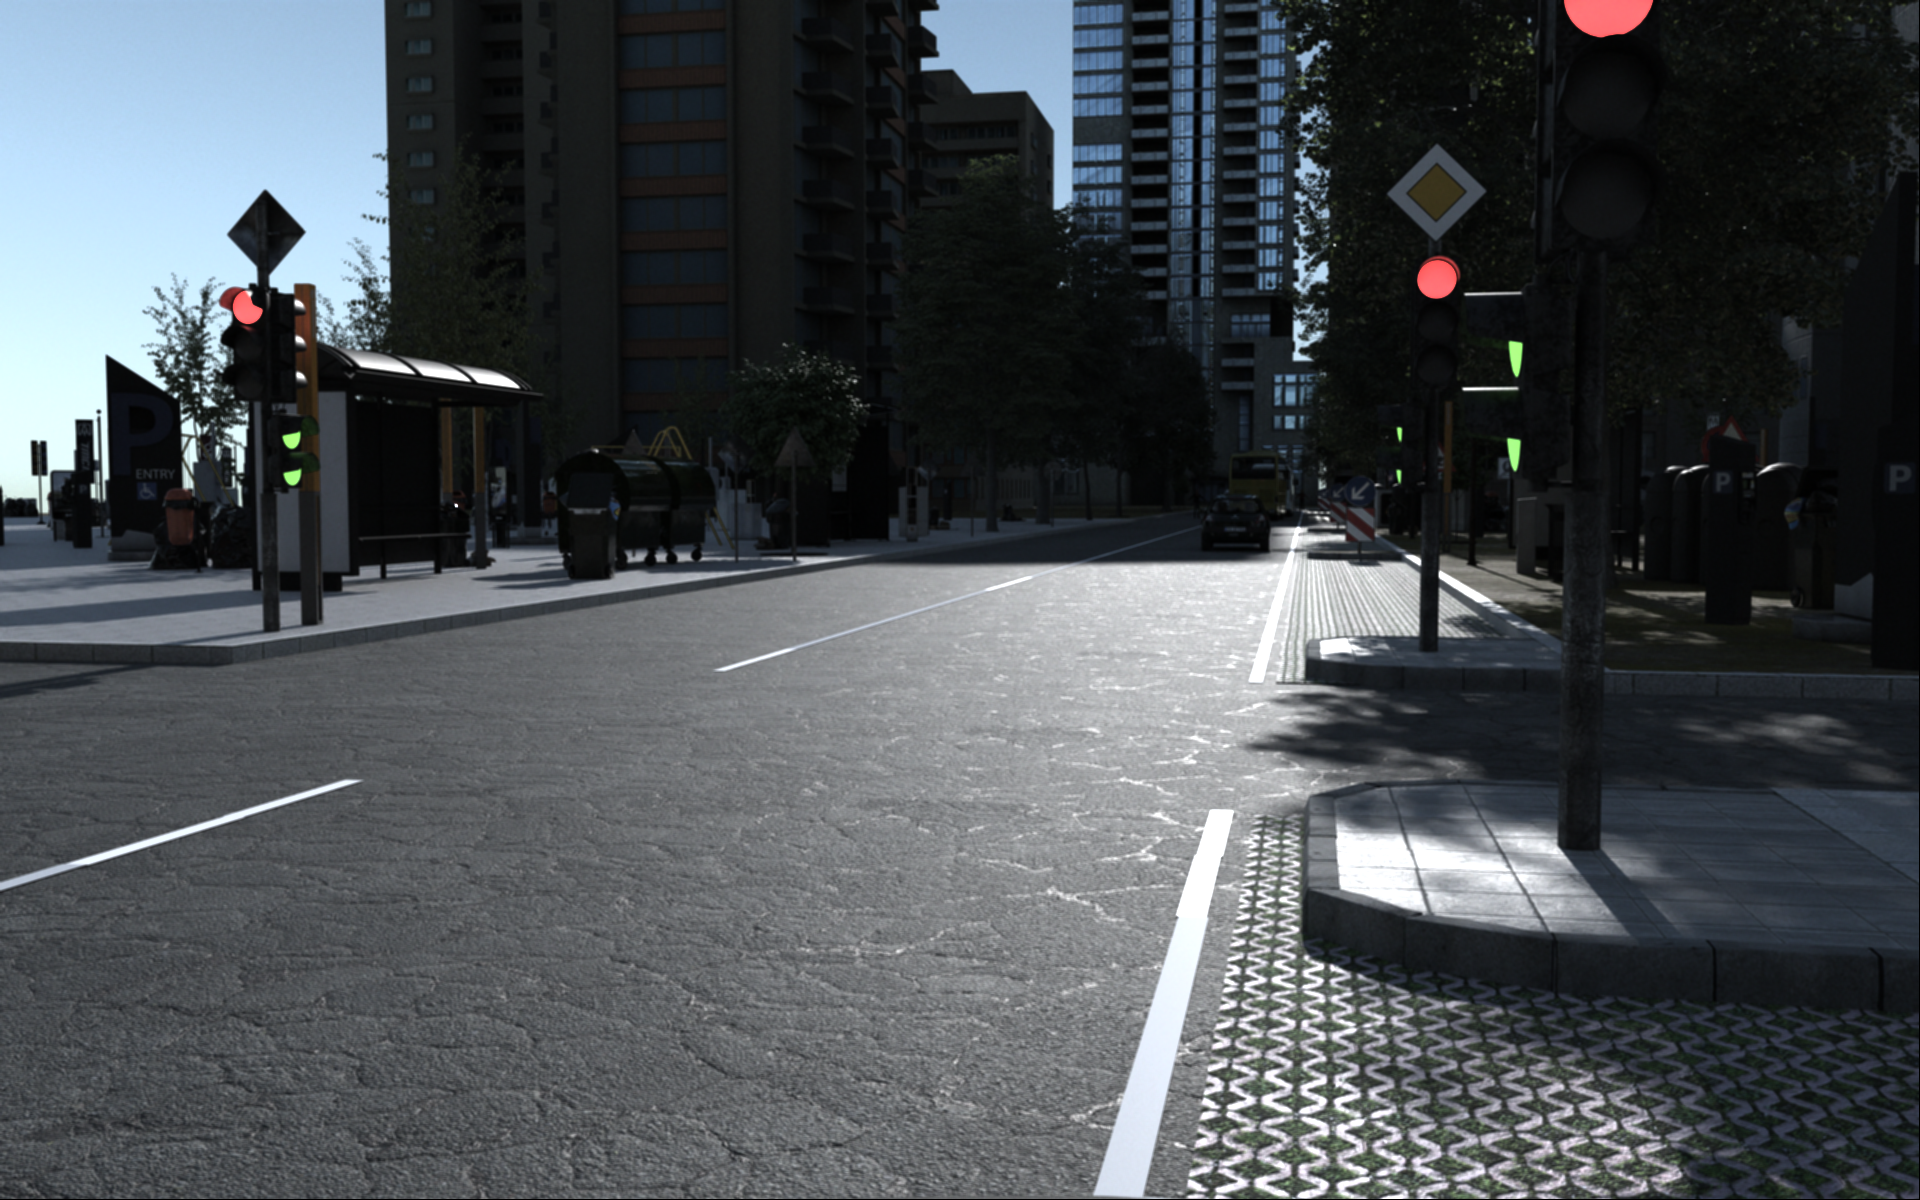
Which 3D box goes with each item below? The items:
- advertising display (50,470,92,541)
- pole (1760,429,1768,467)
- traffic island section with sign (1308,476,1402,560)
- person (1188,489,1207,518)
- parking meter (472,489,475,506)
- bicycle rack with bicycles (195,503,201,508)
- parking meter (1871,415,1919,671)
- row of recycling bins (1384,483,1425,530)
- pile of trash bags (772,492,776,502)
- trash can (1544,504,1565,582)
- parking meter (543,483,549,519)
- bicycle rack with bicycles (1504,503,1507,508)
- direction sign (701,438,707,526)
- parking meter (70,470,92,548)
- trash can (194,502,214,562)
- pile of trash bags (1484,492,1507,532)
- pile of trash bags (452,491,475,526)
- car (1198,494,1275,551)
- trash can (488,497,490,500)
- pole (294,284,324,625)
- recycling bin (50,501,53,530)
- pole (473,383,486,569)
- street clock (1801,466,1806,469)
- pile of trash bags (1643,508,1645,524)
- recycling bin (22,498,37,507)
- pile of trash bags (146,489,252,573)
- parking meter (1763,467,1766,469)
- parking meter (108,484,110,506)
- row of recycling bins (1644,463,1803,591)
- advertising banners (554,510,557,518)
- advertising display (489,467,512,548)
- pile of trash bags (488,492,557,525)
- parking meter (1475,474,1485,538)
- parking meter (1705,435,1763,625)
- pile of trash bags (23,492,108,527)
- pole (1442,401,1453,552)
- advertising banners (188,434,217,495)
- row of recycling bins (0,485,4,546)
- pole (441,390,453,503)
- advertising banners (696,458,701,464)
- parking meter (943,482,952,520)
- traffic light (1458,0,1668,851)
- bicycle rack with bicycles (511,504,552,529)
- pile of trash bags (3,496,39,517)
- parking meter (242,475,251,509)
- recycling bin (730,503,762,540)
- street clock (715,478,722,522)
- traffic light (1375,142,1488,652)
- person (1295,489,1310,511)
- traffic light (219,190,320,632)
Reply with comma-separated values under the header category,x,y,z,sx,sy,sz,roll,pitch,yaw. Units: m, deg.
category,x,y,z,sx,sy,sz,roll,pitch,yaw
advertising display,-24.252,-2.572,47.265,0.974,1.923,0.123,-3,4,-38
pole,25.038,-3.680,54.008,0.158,3.312,0.155,0,3,0
traffic island section with sign,8.703,-1.811,38.239,1.989,1.847,2.006,1,4,11
person,14.001,-5.678,102.164,1.217,1.723,0.721,-1,4,-15
parking meter,-26.420,-5.270,94.580,0.372,1.533,0.369,0,3,0
bicycle rack with bicycles,-30.324,-3.339,67.974,2.925,0.926,2.852,2,4,30
parking meter,6.931,-0.428,12.707,0.255,1.863,0.399,-2,4,-34
row of recycling bins,16.781,-3.451,63.545,1.069,1.692,3.534,2,4,33
pile of trash bags,-5.250,-3.312,63.910,3.447,1.369,1.912,1,4,9
trash can,8.926,-0.837,25.332,0.748,1.137,0.748,0,3,0
parking meter,-21.247,-5.100,89.100,0.255,1.863,0.399,2,4,34
bicycle rack with bicycles,26.545,-4.256,82.970,2.925,0.926,2.852,2,4,26
direction sign,-10.490,-4.813,70.686,0.379,3.537,0.876,0,4,-2
parking meter,-20.880,-2.167,41.134,0.255,1.863,0.399,3,5,40
trash can,-14.443,-1.285,32.664,0.748,1.137,0.748,0,3,0
pile of trash bags,18.800,-3.043,59.501,1.912,1.369,3.447,0,4,-7
pile of trash bags,-14.096,-2.053,43.324,3.447,1.369,1.912,-2,4,-24
car,7.163,-2.149,44.917,2.009,1.686,4.222,1,4,10
trash can,-21.544,-4.139,79.327,0.748,1.137,0.748,0,3,0
pole,-6.364,-1.412,16.925,0.158,3.312,0.155,0,3,0
recycling bin,-32.215,-3.043,62.300,0.722,1.027,0.722,0,4,-3
pole,-8.214,-2.187,29.604,0.158,3.312,0.155,0,3,0
street clock,21.975,-2.478,45.078,0.358,2.002,0.471,2,4,32
pile of trash bags,29.698,-3.960,74.499,3.447,1.369,1.912,1,4,15
recycling bin,-53.181,-5.272,98.743,0.722,1.027,0.722,1,4,18
pile of trash bags,-12.977,-1.218,29.667,1.912,1.369,3.447,-1,4,-11
parking meter,15.733,-1.729,33.982,0.255,1.863,0.399,-3,5,-44
parking meter,-18.728,-2.011,38.597,0.399,1.863,0.255,0,4,-5
row of recycling bins,10.809,-1.064,24.506,1.069,1.692,3.534,0,4,-6
advertising banners,-22.710,-6.002,94.320,2.074,3.025,0.090,-1,4,-9
advertising display,-10.936,-2.203,41.226,0.123,1.923,0.974,-3,4,-38
pile of trash bags,-18.147,-3.719,70.564,3.447,1.369,1.912,-2,4,-26
parking meter,15.261,-2.776,51.092,0.255,1.863,0.399,-1,4,-15
parking meter,7.595,-0.694,17.056,0.255,1.863,0.399,-2,4,-29
pile of trash bags,-34.400,-3.501,66.989,1.912,1.369,3.447,0,4,-7
pole,10.733,-2.708,38.112,0.158,3.312,0.155,0,3,0
advertising banners,-22.579,-3.313,50.351,0.090,3.025,2.074,3,5,41
row of recycling bins,-24.795,-2.247,43.849,1.069,1.692,3.534,-2,4,-29
pole,-9.680,-2.376,32.694,0.158,3.312,0.155,0,3,0
advertising banners,-13.376,-5.386,84.241,0.090,3.025,2.074,3,5,42
parking meter,-0.605,-4.816,84.450,0.255,1.863,0.399,-3,5,-43
traffic light,2.233,-1.056,6.187,0.839,4.253,0.868,1,4,11
bicycle rack with bicycles,-16.364,-3.139,64.700,2.852,0.926,2.925,-1,4,-10
pile of trash bags,-52.989,-5.259,95.739,1.912,1.369,3.447,3,5,43
parking meter,-21.942,-2.920,53.459,0.399,1.863,0.255,2,4,29
recycling bin,-5.991,-2.198,48.497,0.722,1.027,0.722,1,4,11
street clock,-11.051,-4.550,78.959,0.358,2.002,0.471,-2,4,-33
traffic light,3.805,-1.535,14.017,0.839,4.253,0.868,1,4,11
person,29.543,-8.634,149.628,1.348,1.831,0.705,1,4,10
traffic light,-6.407,-1.659,16.043,0.839,4.253,0.868,1,4,11
